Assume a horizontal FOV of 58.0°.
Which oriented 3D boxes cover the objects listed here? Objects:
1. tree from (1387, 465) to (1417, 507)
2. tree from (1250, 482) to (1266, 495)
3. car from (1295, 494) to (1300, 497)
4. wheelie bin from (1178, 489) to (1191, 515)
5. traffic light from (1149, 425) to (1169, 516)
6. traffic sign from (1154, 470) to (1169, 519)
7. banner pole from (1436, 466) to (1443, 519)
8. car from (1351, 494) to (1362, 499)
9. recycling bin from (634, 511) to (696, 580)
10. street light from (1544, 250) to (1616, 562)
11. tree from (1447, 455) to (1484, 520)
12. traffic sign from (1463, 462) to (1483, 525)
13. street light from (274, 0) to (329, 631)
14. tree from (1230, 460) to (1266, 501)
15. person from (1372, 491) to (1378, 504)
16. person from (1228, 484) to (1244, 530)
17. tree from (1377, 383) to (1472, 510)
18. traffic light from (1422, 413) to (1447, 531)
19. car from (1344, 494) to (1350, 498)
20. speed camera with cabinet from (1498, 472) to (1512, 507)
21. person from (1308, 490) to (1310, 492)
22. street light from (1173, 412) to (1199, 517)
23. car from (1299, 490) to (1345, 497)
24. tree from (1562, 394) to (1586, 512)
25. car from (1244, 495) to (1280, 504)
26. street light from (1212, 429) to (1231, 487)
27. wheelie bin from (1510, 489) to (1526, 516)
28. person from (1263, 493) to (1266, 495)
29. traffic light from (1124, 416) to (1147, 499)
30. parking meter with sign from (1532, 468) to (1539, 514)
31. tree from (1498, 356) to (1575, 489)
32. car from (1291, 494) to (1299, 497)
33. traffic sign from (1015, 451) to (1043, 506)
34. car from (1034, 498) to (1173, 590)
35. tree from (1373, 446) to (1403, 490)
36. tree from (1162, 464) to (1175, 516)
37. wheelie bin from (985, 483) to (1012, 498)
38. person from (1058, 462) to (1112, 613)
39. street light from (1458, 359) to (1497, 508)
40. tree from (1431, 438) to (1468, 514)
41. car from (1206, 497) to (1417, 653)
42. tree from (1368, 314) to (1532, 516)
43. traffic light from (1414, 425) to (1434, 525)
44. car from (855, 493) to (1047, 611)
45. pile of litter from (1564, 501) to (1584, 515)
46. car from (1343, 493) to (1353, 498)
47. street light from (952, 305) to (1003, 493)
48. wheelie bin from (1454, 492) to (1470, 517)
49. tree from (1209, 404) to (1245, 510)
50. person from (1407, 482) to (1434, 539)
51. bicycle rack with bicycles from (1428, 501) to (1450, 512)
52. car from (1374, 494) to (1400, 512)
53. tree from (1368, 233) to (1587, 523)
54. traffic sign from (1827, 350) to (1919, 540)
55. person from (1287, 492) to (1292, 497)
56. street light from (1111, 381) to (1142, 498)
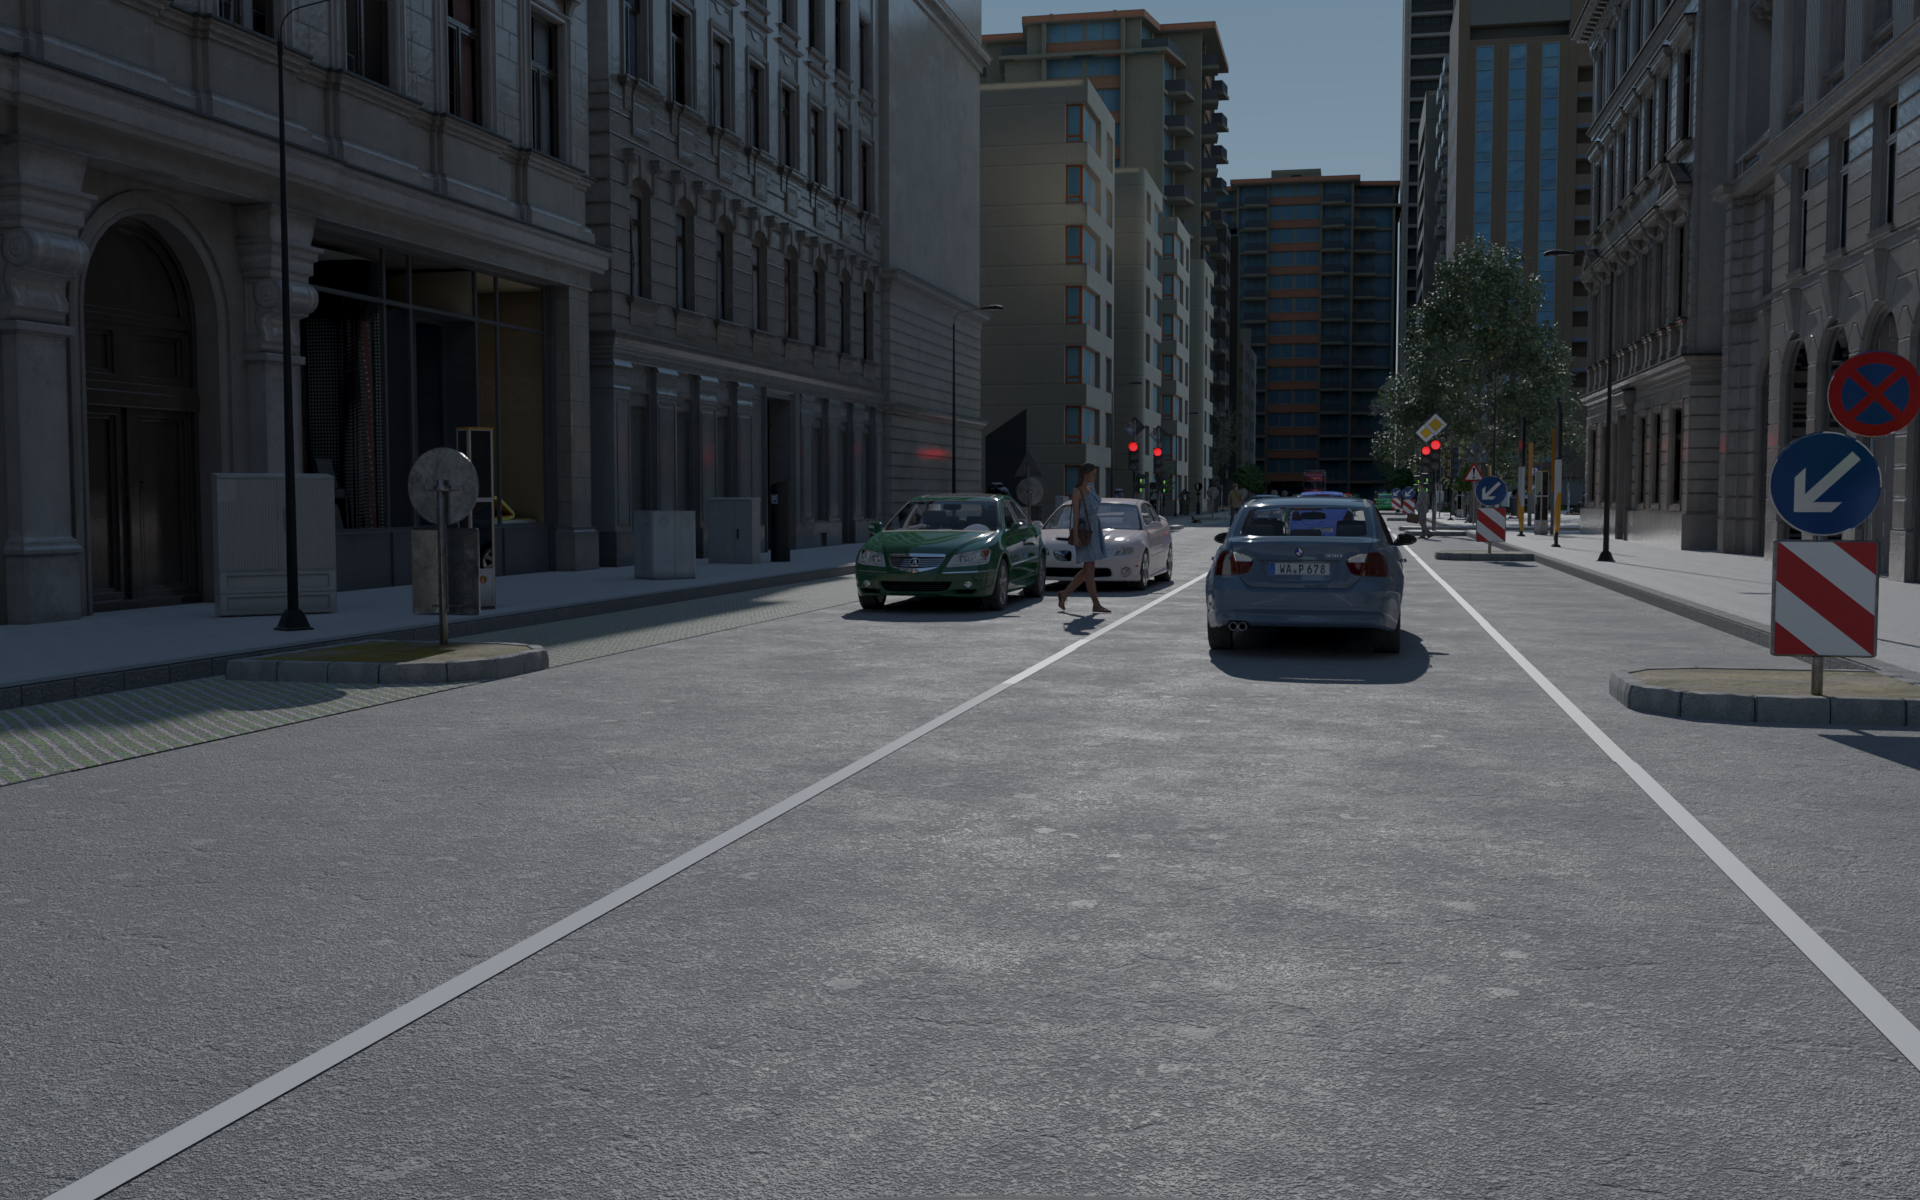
[{"bbox_3d":[43.724,-11.488,171.535,4.285,4.588,4.351,0,3,0],"label":"tree"},{"bbox_3d":[34.005,-12.277,195.334,1.663,3.219,1.824,0,3,0],"label":"tree"},{"bbox_3d":[10.939,-2.543,53.375,2.131,1.459,4.920,1,4,11],"label":"car"},{"bbox_3d":[13.672,-5.958,105.316,0.693,1.594,0.980,-1,4,-10],"label":"wheelie bin"},{"bbox_3d":[8.075,-4.983,70.400,0.839,4.253,0.868,1,4,13],"label":"traffic light"},{"bbox_3d":[10.451,-5.493,89.923,0.768,2.556,0.104,1,4,20],"label":"traffic sign"},{"bbox_3d":[25.140,-6.156,90.663,0.401,3.779,0.863,1,4,17],"label":"banner pole"},{"bbox_3d":[43.316,-11.132,190.804,1.959,1.807,4.718,1,4,13],"label":"car"},{"bbox_3d":[-4.476,-0.838,26.250,0.722,1.027,0.722,-2,4,-35],"label":"recycling bin"},{"bbox_3d":[11.793,-3.697,32.987,1.470,5.913,1.316,1,4,13],"label":"street light"},{"bbox_3d":[24.987,-5.566,85.607,1.663,3.219,1.824,0,3,0],"label":"tree"},{"bbox_3d":[21.051,-4.341,70.986,0.884,2.594,0.081,1,4,18],"label":"traffic sign"},{"bbox_3d":[-5.768,-2.662,16.057,1.470,5.913,1.316,1,4,13],"label":"street light"},{"bbox_3d":[27.725,-11.195,166.747,4.285,4.588,4.351,0,3,0],"label":"tree"},{"bbox_3d":[37.622,-9.053,157.073,0.434,1.755,0.990,2,4,29],"label":"person"},{"bbox_3d":[11.133,-3.751,69.735,0.656,1.842,0.836,-2,4,-33],"label":"person"},{"bbox_3d":[38.123,-13.190,141.405,9.928,11.665,9.643,0,3,0],"label":"tree"},{"bbox_3d":[16.516,-4.367,60.322,0.839,4.253,0.868,1,4,13],"label":"traffic light"},{"bbox_3d":[20.719,-5.094,95.083,2.131,1.459,4.920,1,4,13],"label":"car"},{"bbox_3d":[41.158,-8.352,130.896,0.660,3.252,2.038,-1,4,-9],"label":"speed camera with cabinet"},{"bbox_3d":[36.531,-10.547,181.084,0.705,1.807,1.348,0,4,2],"label":"person"},{"bbox_3d":[12.799,-7.683,98.160,1.470,5.913,1.316,1,4,13],"label":"street light"},{"bbox_3d":[9.579,-2.220,45.887,1.945,1.707,3.694,1,4,11],"label":"car"},{"bbox_3d":[43.021,-10.503,122.085,4.360,8.622,3.978,0,3,0],"label":"tree"},{"bbox_3d":[13.880,-4.076,78.651,2.014,1.417,4.499,1,4,14],"label":"car"},{"bbox_3d":[18.773,-9.306,124.699,1.470,5.913,1.316,1,4,13],"label":"street light"},{"bbox_3d":[32.614,-5.705,101.190,0.980,1.594,0.693,-1,4,-15],"label":"wheelie bin"},{"bbox_3d":[39.555,-13.208,225.126,0.621,1.740,0.551,-3,5,-39],"label":"person"},{"bbox_3d":[6.309,-4.507,62.611,0.839,4.253,0.868,1,4,13],"label":"traffic light"},{"bbox_3d":[37.353,-7.128,112.810,0.543,3.016,1.738,1,4,20],"label":"parking meter with sign"},{"bbox_3d":[28.632,-8.298,86.040,4.737,8.622,4.395,0,3,0],"label":"tree"},{"bbox_3d":[32.367,-9.391,165.335,2.131,1.459,4.920,1,4,14],"label":"car"},{"bbox_3d":[2.056,-3.188,52.124,0.884,2.594,0.081,1,4,19],"label":"traffic sign"},{"bbox_3d":[2.251,-0.923,27.451,2.083,1.381,4.827,1,4,14],"label":"car"},{"bbox_3d":[53.915,-16.256,216.145,4.737,8.622,4.395,0,3,0],"label":"tree"},{"bbox_3d":[12.230,-6.641,103.175,1.663,3.219,1.824,0,3,0],"label":"tree"},{"bbox_3d":[1.025,-2.461,48.153,0.693,1.594,0.980,2,4,29],"label":"wheelie bin"},{"bbox_3d":[1.476,-0.753,20.901,0.778,1.811,0.616,3,4,36],"label":"person"},{"bbox_3d":[17.843,-5.327,59.641,1.470,5.913,1.316,1,4,13],"label":"street light"},{"bbox_3d":[31.556,-10.002,113.895,4.360,8.622,3.978,0,3,0],"label":"tree"},{"bbox_3d":[3.455,-0.308,17.034,2.014,1.417,4.499,1,4,14],"label":"car"},{"bbox_3d":[29.680,-11.792,103.165,12.009,13.543,11.850,0,3,0],"label":"tree"},{"bbox_3d":[18.282,-4.843,68.111,0.839,4.253,0.868,1,4,13],"label":"traffic light"},{"bbox_3d":[-0.025,-0.680,22.920,2.131,1.459,4.920,1,4,12],"label":"car"},{"bbox_3d":[37.556,-5.570,105.029,1.719,0.858,1.176,3,5,41],"label":"pile of litter"},{"bbox_3d":[25.348,-6.481,115.001,2.155,1.783,4.494,1,4,14],"label":"car"},{"bbox_3d":[0.373,-4.298,42.815,1.470,5.913,1.316,1,4,13],"label":"street light"},{"bbox_3d":[27.962,-5.414,96.420,0.980,1.594,0.693,-3,5,-42],"label":"wheelie bin"},{"bbox_3d":[21.094,-11.636,140.607,4.360,8.622,3.978,0,3,0],"label":"tree"},{"bbox_3d":[14.764,-2.863,55.423,0.853,1.813,0.709,2,4,26],"label":"person"},{"bbox_3d":[35.410,-6.965,127.255,2.925,0.926,2.852,0,4,-4],"label":"bicycle rack with bicycles"},{"bbox_3d":[32.224,-7.445,130.516,1.959,1.807,4.718,1,4,13],"label":"car"},{"bbox_3d":[22.924,-9.740,76.263,9.611,12.733,9.660,0,3,0],"label":"tree"},{"bbox_3d":[8.134,-0.939,15.461,0.768,2.556,0.104,1,4,19],"label":"traffic sign"},{"bbox_3d":[41.236,-12.667,216.432,1.217,1.723,0.721,-2,4,-24],"label":"person"},{"bbox_3d":[6.823,-6.060,71.621,1.470,5.913,1.316,1,4,13],"label":"street light"}]
